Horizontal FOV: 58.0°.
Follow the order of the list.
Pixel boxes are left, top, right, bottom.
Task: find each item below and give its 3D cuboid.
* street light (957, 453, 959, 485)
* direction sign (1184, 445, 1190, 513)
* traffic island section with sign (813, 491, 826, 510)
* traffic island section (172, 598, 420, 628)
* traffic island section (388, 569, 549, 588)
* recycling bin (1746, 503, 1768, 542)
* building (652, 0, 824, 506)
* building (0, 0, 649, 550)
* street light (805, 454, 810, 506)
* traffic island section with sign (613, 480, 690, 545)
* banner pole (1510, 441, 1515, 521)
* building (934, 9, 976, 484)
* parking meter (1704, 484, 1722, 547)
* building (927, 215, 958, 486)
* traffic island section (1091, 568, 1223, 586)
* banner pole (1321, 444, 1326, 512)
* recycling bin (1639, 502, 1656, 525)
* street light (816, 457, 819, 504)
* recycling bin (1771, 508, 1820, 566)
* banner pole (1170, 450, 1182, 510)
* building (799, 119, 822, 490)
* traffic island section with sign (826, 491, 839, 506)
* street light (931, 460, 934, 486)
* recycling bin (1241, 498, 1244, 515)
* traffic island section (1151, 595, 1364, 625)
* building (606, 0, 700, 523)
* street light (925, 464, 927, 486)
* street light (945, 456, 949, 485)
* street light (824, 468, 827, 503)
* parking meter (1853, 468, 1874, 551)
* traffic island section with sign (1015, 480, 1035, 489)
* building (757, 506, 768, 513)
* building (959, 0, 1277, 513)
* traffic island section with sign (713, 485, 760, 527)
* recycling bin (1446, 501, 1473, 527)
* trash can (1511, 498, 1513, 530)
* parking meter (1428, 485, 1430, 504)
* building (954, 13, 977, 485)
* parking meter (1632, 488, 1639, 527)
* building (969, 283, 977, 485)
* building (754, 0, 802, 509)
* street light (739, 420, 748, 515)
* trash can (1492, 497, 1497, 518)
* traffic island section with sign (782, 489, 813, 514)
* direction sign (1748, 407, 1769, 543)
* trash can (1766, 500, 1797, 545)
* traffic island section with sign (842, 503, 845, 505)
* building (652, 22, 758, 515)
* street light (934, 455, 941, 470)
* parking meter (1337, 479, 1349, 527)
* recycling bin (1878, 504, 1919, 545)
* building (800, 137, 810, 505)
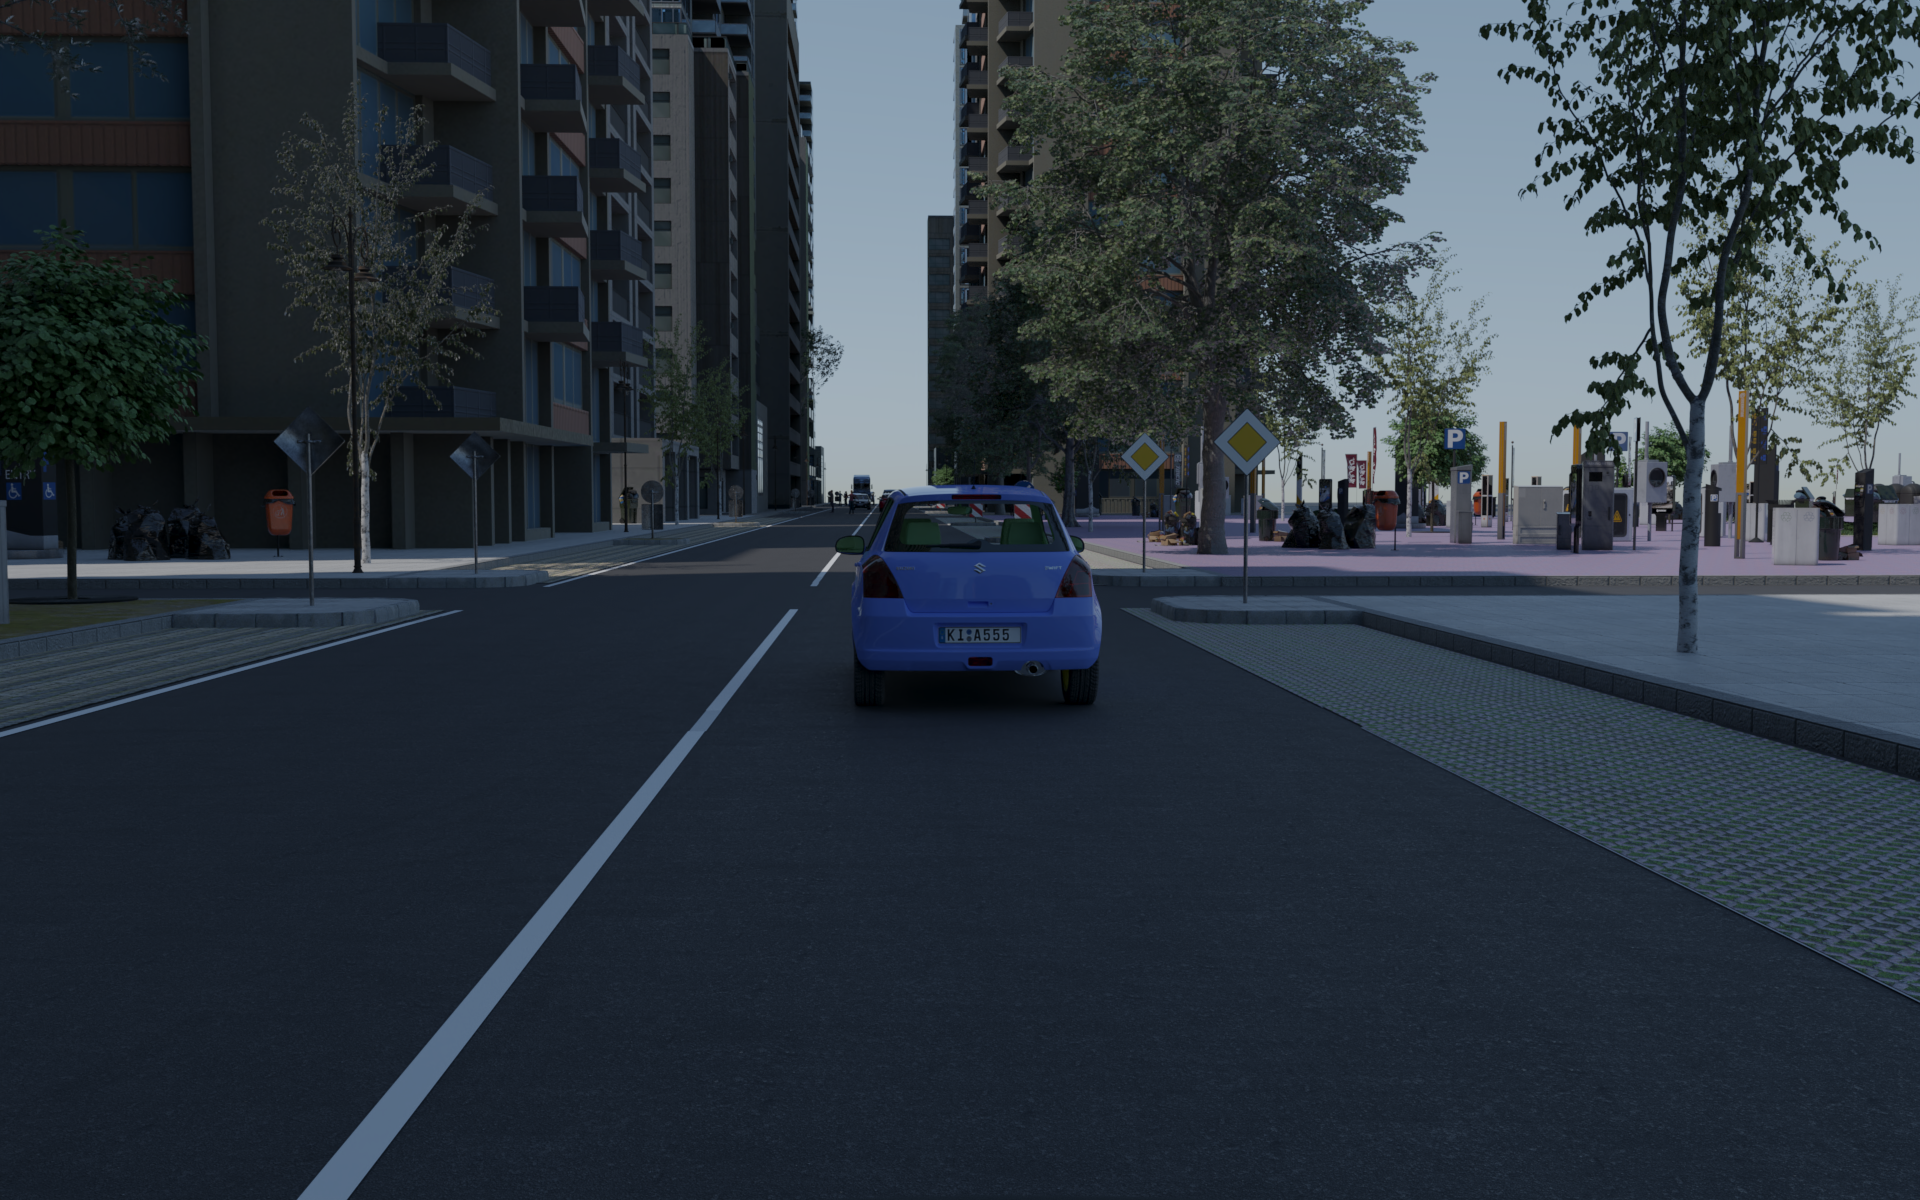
[{"bbox_3d":[-0.112,-10.793,149.245,0.468,5.910,1.993,0,4,-2],"label":"street light"},{"bbox_3d":[10.488,-5.388,80.090,0.379,3.537,0.876,0,4,-8],"label":"direction sign"},{"bbox_3d":[-13.237,-8.938,154.770,1.989,1.847,2.006,0,4,-2],"label":"traffic island section with sign"},{"bbox_3d":[-7.464,0.146,19.892,2.009,0.180,2.903,0,4,-2],"label":"traffic island section"},{"bbox_3d":[-7.804,-0.342,27.870,2.009,0.180,2.903,0,4,-2],"label":"traffic island section"},{"bbox_3d":[21.621,-2.114,47.115,0.722,1.027,0.722,3,5,41],"label":"recycling bin"},{"bbox_3d":[-30.315,-56.950,243.796,22.319,86.520,31.000,0,4,-2],"label":"building"},{"bbox_3d":[-21.643,-24.284,51.675,22.147,44.769,28.867,0,4,-2],"label":"building"},{"bbox_3d":[-16.542,-13.129,187.454,0.468,5.910,1.993,0,4,-2],"label":"street light"},{"bbox_3d":[-8.729,-2.480,49.179,1.989,1.847,2.006,0,4,-2],"label":"traffic island section with sign"},{"bbox_3d":[26.130,-5.619,81.883,0.401,3.779,0.863,2,4,27],"label":"banner pole"},{"bbox_3d":[8.051,-56.235,232.113,22.319,86.520,31.000,0,4,-2],"label":"building"},{"bbox_3d":[18.412,-2.076,42.347,0.372,1.533,0.369,0,3,0],"label":"parking meter"},{"bbox_3d":[2.153,-34.995,255.766,14.154,41.232,14.086,0,4,-2],"label":"building"},{"bbox_3d":[3.028,-0.370,28.325,2.009,0.180,2.903,0,4,-2],"label":"traffic island section"},{"bbox_3d":[18.021,-5.869,85.977,0.401,3.779,0.863,2,4,27],"label":"banner pole"},{"bbox_3d":[28.696,-3.634,71.978,0.722,1.027,0.722,2,4,33],"label":"recycling bin"},{"bbox_3d":[-17.924,-14.991,217.893,0.468,5.910,1.993,0,4,-2],"label":"street light"},{"bbox_3d":[15.146,-1.153,31.403,0.722,1.027,0.722,1,4,22],"label":"recycling bin"},{"bbox_3d":[11.310,-6.182,91.091,0.863,3.779,0.401,-1,4,-18],"label":"banner pole"},{"bbox_3d":[-29.471,-36.371,214.277,23.786,49.044,30.456,0,4,-2],"label":"building"},{"bbox_3d":[-15.529,-12.230,208.587,1.989,1.847,2.006,0,4,-2],"label":"traffic island section with sign"},{"bbox_3d":[-3.653,-15.846,231.875,0.468,5.910,1.993,0,4,-2],"label":"street light"},{"bbox_3d":[17.391,-5.600,104.115,0.722,1.027,0.722,3,5,42],"label":"recycling bin"},{"bbox_3d":[3.368,0.118,20.347,2.009,0.180,2.903,0,4,-2],"label":"traffic island section"},{"bbox_3d":[-23.630,-39.464,83.492,20.563,71.187,20.611,0,4,-2],"label":"building"},{"bbox_3d":[-5.060,-17.724,262.577,0.468,5.910,1.993,0,4,-2],"label":"street light"},{"bbox_3d":[-1.362,-12.632,179.313,0.468,5.910,1.993,0,4,-2],"label":"street light"},{"bbox_3d":[-19.352,-16.862,248.488,0.468,5.910,1.993,0,4,-2],"label":"street light"},{"bbox_3d":[20.534,-2.058,39.365,0.399,1.863,0.255,-2,4,-29],"label":"parking meter"},{"bbox_3d":[1.728,-2.603,51.191,1.989,1.847,2.006,0,4,-2],"label":"traffic island section with sign"},{"bbox_3d":[-25.711,-50.064,131.224,22.319,86.520,31.000,0,4,-2],"label":"building"},{"bbox_3d":[11.229,-29.063,129.798,22.147,44.769,28.867,0,4,-2],"label":"building"},{"bbox_3d":[-9.909,-4.175,76.883,1.989,1.847,2.006,0,4,-2],"label":"traffic island section with sign"},{"bbox_3d":[19.297,-3.326,66.931,0.722,1.027,0.722,-2,4,-25],"label":"recycling bin"},{"bbox_3d":[18.985,-2.867,58.521,0.748,1.137,0.748,0,3,0],"label":"trash can"},{"bbox_3d":[27.017,-5.710,99.072,0.399,1.863,0.255,-1,4,-16],"label":"parking meter"},{"bbox_3d":[10.033,-44.628,167.915,20.563,71.187,20.611,0,4,-2],"label":"building"},{"bbox_3d":[26.315,-3.621,67.606,0.372,1.533,0.369,0,3,0],"label":"parking meter"},{"bbox_3d":[7.669,-23.232,151.550,14.160,30.474,14.107,0,4,-2],"label":"building"},{"bbox_3d":[-25.838,-32.719,158.653,21.300,48.544,21.600,0,4,-2],"label":"building"},{"bbox_3d":[-13.028,-8.049,104.383,0.468,5.910,1.993,0,4,-2],"label":"street light"},{"bbox_3d":[28.693,-5.020,93.738,0.748,1.137,0.748,0,3,0],"label":"trash can"},{"bbox_3d":[-12.087,-7.291,127.839,1.989,1.847,2.006,0,4,-2],"label":"traffic island section with sign"},{"bbox_3d":[21.086,-3.288,45.760,0.379,3.537,0.876,0,4,-2],"label":"direction sign"},{"bbox_3d":[20.699,-1.959,43.687,0.748,1.137,0.748,0,3,0],"label":"trash can"},{"bbox_3d":[-16.710,-13.930,236.386,1.989,1.847,2.006,0,4,-2],"label":"traffic island section with sign"},{"bbox_3d":[-20.551,-20.694,110.050,14.160,30.474,14.107,0,4,-2],"label":"building"},{"bbox_3d":[-2.419,-14.016,201.952,0.468,5.910,1.993,0,4,-2],"label":"street light"},{"bbox_3d":[14.540,-3.675,65.790,0.255,1.863,0.399,-2,4,-33],"label":"parking meter"},{"bbox_3d":[23.641,-1.897,43.562,0.722,1.027,0.722,0,4,-7],"label":"recycling bin"},{"bbox_3d":[-24.158,-31.125,192.492,14.154,41.232,14.086,0,4,-2],"label":"building"}]
